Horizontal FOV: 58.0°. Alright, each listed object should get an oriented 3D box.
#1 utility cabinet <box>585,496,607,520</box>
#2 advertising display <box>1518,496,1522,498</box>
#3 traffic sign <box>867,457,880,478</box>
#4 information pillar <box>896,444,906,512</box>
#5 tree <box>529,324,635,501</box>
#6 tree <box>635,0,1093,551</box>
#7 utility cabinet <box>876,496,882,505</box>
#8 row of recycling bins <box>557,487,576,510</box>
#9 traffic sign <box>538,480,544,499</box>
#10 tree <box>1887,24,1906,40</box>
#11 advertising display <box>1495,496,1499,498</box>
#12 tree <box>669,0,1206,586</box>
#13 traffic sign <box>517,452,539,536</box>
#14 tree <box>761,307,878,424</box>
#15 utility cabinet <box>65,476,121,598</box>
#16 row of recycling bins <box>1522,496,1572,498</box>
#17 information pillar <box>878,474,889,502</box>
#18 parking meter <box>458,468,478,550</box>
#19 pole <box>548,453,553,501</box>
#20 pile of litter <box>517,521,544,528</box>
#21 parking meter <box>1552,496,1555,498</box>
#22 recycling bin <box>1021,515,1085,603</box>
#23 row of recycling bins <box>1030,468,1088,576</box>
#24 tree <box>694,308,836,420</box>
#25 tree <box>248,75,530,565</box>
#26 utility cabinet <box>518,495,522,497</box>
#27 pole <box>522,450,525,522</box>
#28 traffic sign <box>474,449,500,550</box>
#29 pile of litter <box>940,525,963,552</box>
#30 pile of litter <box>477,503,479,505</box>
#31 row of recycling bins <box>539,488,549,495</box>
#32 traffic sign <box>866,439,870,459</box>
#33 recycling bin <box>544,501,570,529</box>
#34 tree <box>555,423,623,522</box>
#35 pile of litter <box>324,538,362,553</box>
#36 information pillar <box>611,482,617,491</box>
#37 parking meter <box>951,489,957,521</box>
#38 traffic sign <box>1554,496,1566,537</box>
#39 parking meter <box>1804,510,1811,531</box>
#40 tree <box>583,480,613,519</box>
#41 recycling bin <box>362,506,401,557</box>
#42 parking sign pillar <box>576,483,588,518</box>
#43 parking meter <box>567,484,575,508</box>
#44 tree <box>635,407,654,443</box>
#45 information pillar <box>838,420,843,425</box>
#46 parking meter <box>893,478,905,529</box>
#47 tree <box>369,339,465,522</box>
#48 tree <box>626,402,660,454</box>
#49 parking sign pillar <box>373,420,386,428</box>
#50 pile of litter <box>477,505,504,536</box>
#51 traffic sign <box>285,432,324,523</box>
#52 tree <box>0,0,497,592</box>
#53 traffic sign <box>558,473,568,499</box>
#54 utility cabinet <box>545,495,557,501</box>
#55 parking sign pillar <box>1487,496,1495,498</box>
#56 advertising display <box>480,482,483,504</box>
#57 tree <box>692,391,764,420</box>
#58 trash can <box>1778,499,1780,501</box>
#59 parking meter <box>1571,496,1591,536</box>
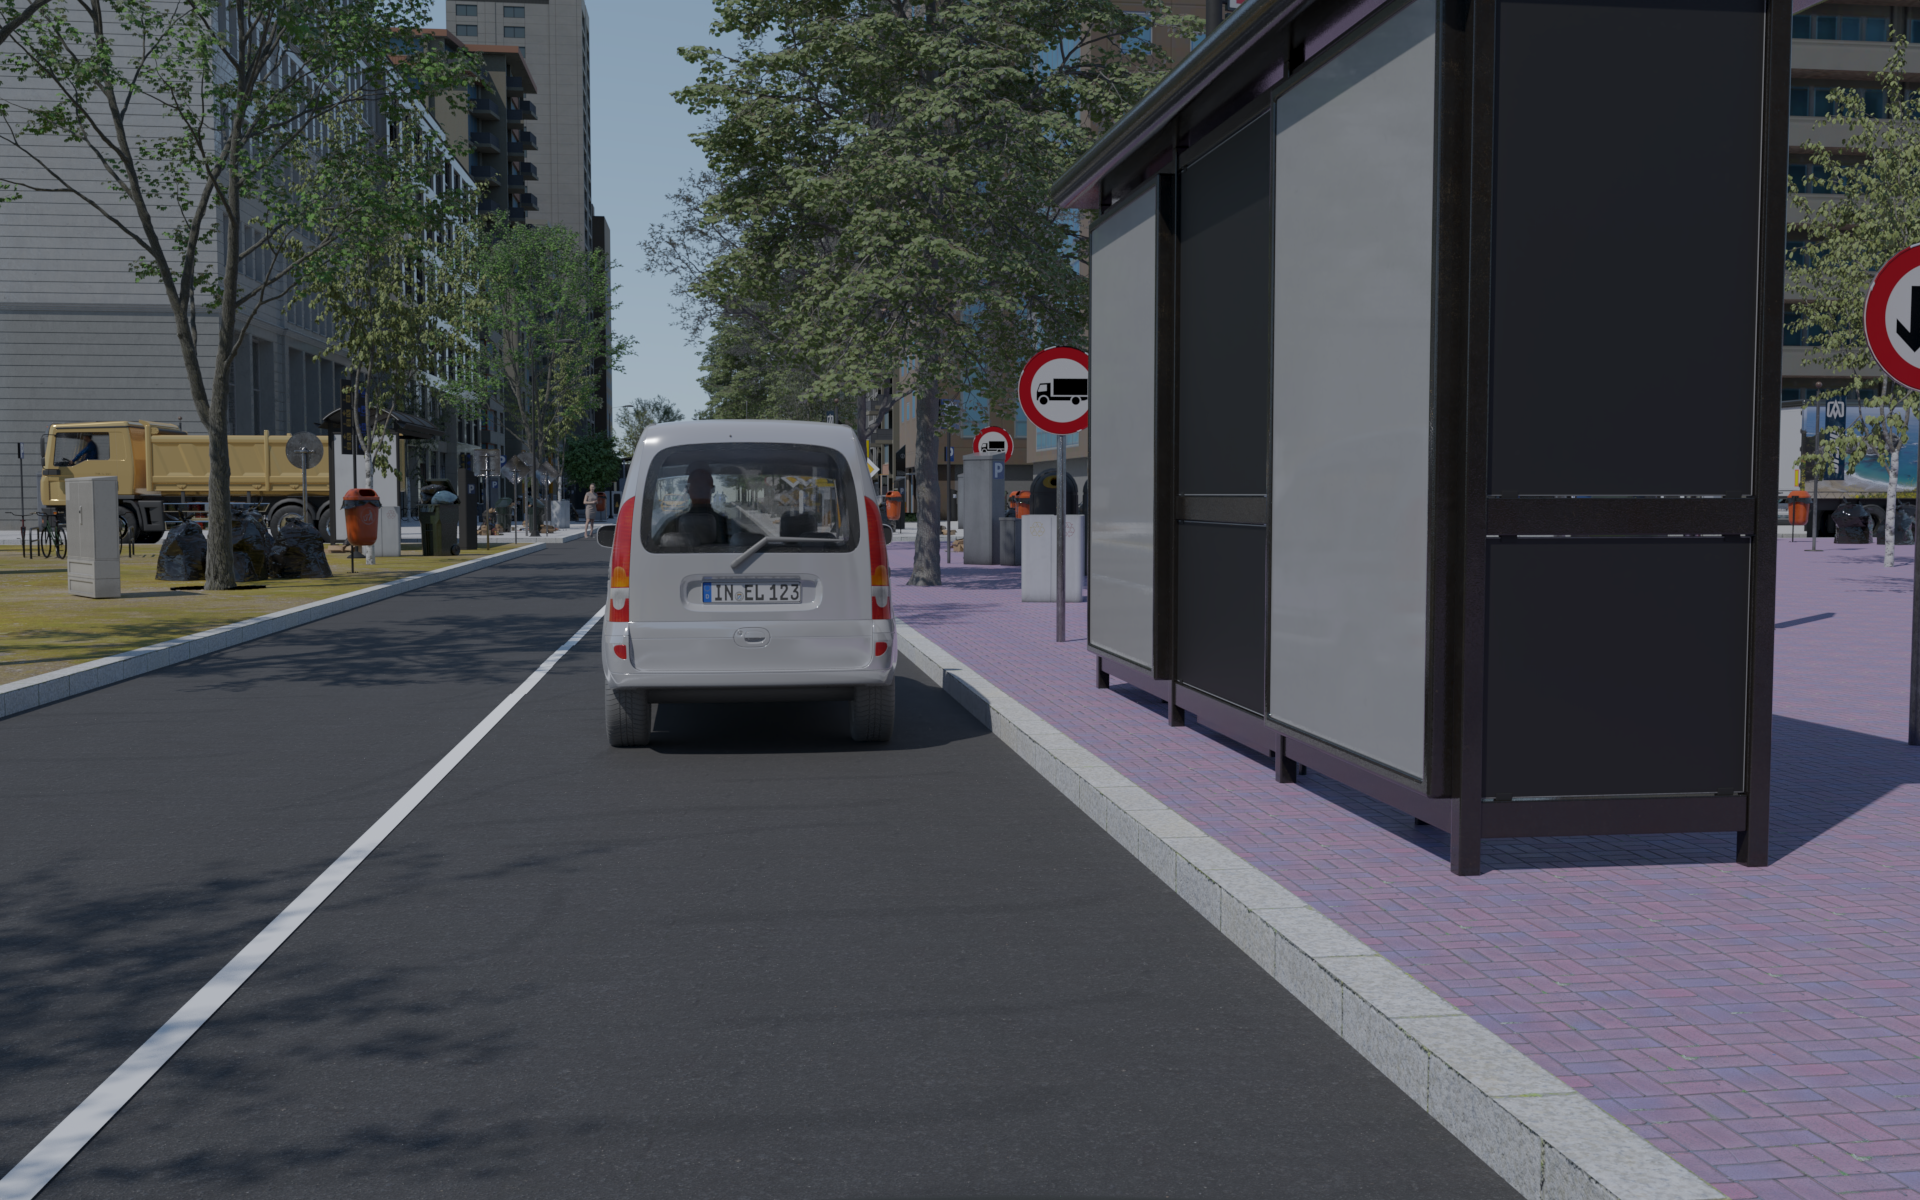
[{"bbox_3d":[-18.038,-4.568,85.850,1.020,1.237,0.306,0,4,1],"label":"utility cabinet"},{"bbox_3d":[24.764,-4.420,77.484,0.123,1.923,0.974,-2,4,-25],"label":"advertising display"},{"bbox_3d":[-2.851,-3.170,53.014,0.795,2.450,0.064,0,4,-2],"label":"traffic sign"},{"bbox_3d":[-2.773,-5.510,81.441,0.504,3.616,0.183,-1,4,-22],"label":"information pillar"},{"bbox_3d":[-17.024,-7.484,72.732,4.737,8.622,4.395,0,3,0],"label":"tree"},{"bbox_3d":[-2.124,-7.872,39.085,12.009,13.543,11.850,0,3,0],"label":"tree"},{"bbox_3d":[-3.268,-3.077,61.476,1.020,1.237,0.306,0,4,1],"label":"utility cabinet"},{"bbox_3d":[-24.105,-6.136,107.439,1.069,1.692,3.534,-2,4,-30],"label":"row of recycling bins"},{"bbox_3d":[-20.468,-5.120,84.901,0.795,2.450,0.064,0,4,-4],"label":"traffic sign"},{"bbox_3d":[12.416,-4.340,21.318,4.737,8.622,4.395,0,3,0],"label":"tree"},{"bbox_3d":[30.123,-5.548,95.919,0.974,1.923,0.123,2,4,28],"label":"advertising display"},{"bbox_3d":[-0.385,-6.503,24.451,7.486,12.596,7.792,0,3,0],"label":"tree"},{"bbox_3d":[-13.217,-3.221,52.767,0.768,2.556,0.104,0,4,-5],"label":"traffic sign"},{"bbox_3d":[-5.034,-6.713,60.125,4.360,8.622,3.978,0,3,0],"label":"tree"},{"bbox_3d":[-10.794,-0.786,21.524,0.318,1.500,1.173,-3,5,-41],"label":"utility cabinet"},{"bbox_3d":[27.078,-4.426,79.482,3.534,1.692,1.069,-2,4,-26],"label":"row of recycling bins"},{"bbox_3d":[-2.856,-3.670,64.490,0.304,2.012,0.304,-2,4,-25],"label":"information pillar"},{"bbox_3d":[-11.297,-2.083,39.771,0.255,1.863,0.399,2,4,29],"label":"parking meter"},{"bbox_3d":[-20.439,-5.667,86.506,0.158,3.312,0.155,0,3,0],"label":"pole"},{"bbox_3d":[-16.426,-3.249,67.083,1.719,0.858,1.176,-3,5,-40],"label":"pile of litter"},{"bbox_3d":[26.605,-4.211,77.257,0.372,1.533,0.369,0,3,0],"label":"parking meter"},{"bbox_3d":[1.122,-0.504,20.795,0.722,1.027,0.722,0,4,6],"label":"recycling bin"},{"bbox_3d":[2.655,-1.221,27.071,3.534,1.692,1.069,2,4,33],"label":"row of recycling bins"},{"bbox_3d":[-12.216,-12.373,108.955,9.857,13.997,8.962,0,3,0],"label":"tree"},{"bbox_3d":[-10.514,-4.955,31.371,4.737,8.622,4.395,0,3,0],"label":"tree"},{"bbox_3d":[-29.943,-6.568,118.548,0.306,1.237,1.020,0,4,6],"label":"utility cabinet"},{"bbox_3d":[-20.238,-5.294,80.403,0.158,3.312,0.155,0,3,0],"label":"pole"},{"bbox_3d":[-10.766,-2.283,39.460,0.606,2.300,0.079,0,4,1],"label":"traffic sign"},{"bbox_3d":[0.311,-1.519,38.805,1.719,0.858,1.176,-3,4,-37],"label":"pile of litter"},{"bbox_3d":[-28.462,-5.431,102.769,1.176,0.858,1.719,0,4,-3],"label":"pile of litter"},{"bbox_3d":[-28.700,-6.892,119.794,1.069,1.692,3.534,-1,4,-10],"label":"row of recycling bins"},{"bbox_3d":[-4.444,-4.282,63.876,2.265,3.308,0.079,0,4,-2],"label":"traffic sign"},{"bbox_3d":[-15.062,-3.189,64.700,0.722,1.027,0.722,1,4,18],"label":"recycling bin"},{"bbox_3d":[-16.973,-5.864,79.592,4.285,4.588,4.351,0,3,0],"label":"tree"},{"bbox_3d":[-13.234,-1.457,37.784,1.176,0.858,1.719,-3,5,-41],"label":"pile of litter"},{"bbox_3d":[-21.046,-6.157,105.166,0.304,2.012,0.304,1,4,15],"label":"information pillar"},{"bbox_3d":[-0.303,-4.458,81.300,0.372,1.533,0.369,0,3,0],"label":"parking meter"},{"bbox_3d":[4.297,-0.751,12.391,0.768,2.556,0.104,0,4,-6],"label":"traffic sign"},{"bbox_3d":[29.231,-3.126,59.516,0.372,1.533,0.369,0,3,0],"label":"parking meter"},{"bbox_3d":[-18.407,-5.690,87.635,1.663,3.219,1.824,0,3,0],"label":"tree"},{"bbox_3d":[-11.900,-1.409,35.596,0.722,1.027,0.722,-1,4,-22],"label":"recycling bin"},{"bbox_3d":[-19.717,-6.324,91.868,1.447,3.967,1.447,1,4,19],"label":"parking sign pillar"},{"bbox_3d":[-23.346,-6.007,103.922,0.255,1.863,0.399,2,4,28],"label":"parking meter"},{"bbox_3d":[-27.244,-11.921,145.268,4.737,8.622,4.395,0,3,0],"label":"tree"},{"bbox_3d":[-3.582,-3.792,53.357,0.504,3.616,0.183,0,4,1],"label":"information pillar"},{"bbox_3d":[-2.222,-3.524,63.337,0.255,1.863,0.399,3,5,41],"label":"parking meter"},{"bbox_3d":[-24.813,-7.840,78.549,4.360,8.622,3.978,0,3,0],"label":"tree"},{"bbox_3d":[-24.827,-11.465,137.807,4.360,8.622,3.978,0,3,0],"label":"tree"},{"bbox_3d":[-18.643,-4.042,54.554,1.447,3.967,1.447,0,4,4],"label":"parking sign pillar"},{"bbox_3d":[-14.825,-2.438,53.825,1.176,0.858,1.719,-2,4,-28],"label":"pile of litter"},{"bbox_3d":[-13.388,-2.158,35.394,0.768,2.556,0.104,0,4,-2],"label":"traffic sign"},{"bbox_3d":[-9.991,-5.932,22.750,9.928,11.665,9.643,0,3,0],"label":"tree"},{"bbox_3d":[-22.542,-6.017,98.486,0.768,2.556,0.104,0,4,2],"label":"traffic sign"},{"bbox_3d":[-26.510,-6.196,112.473,0.306,1.237,1.020,2,4,35],"label":"utility cabinet"},{"bbox_3d":[36.090,-7.946,118.384,1.447,3.967,1.447,-1,4,-8],"label":"parking sign pillar"},{"bbox_3d":[-26.096,-5.504,95.205,0.123,1.923,0.974,1,4,14],"label":"advertising display"},{"bbox_3d":[-34.799,-25.124,266.667,12.611,20.169,13.585,0,3,0],"label":"tree"},{"bbox_3d":[22.298,-2.223,47.999,0.748,1.137,0.748,0,3,0],"label":"trash can"},{"bbox_3d":[9.836,-1.157,27.331,0.372,1.533,0.369,0,3,0],"label":"parking meter"}]
